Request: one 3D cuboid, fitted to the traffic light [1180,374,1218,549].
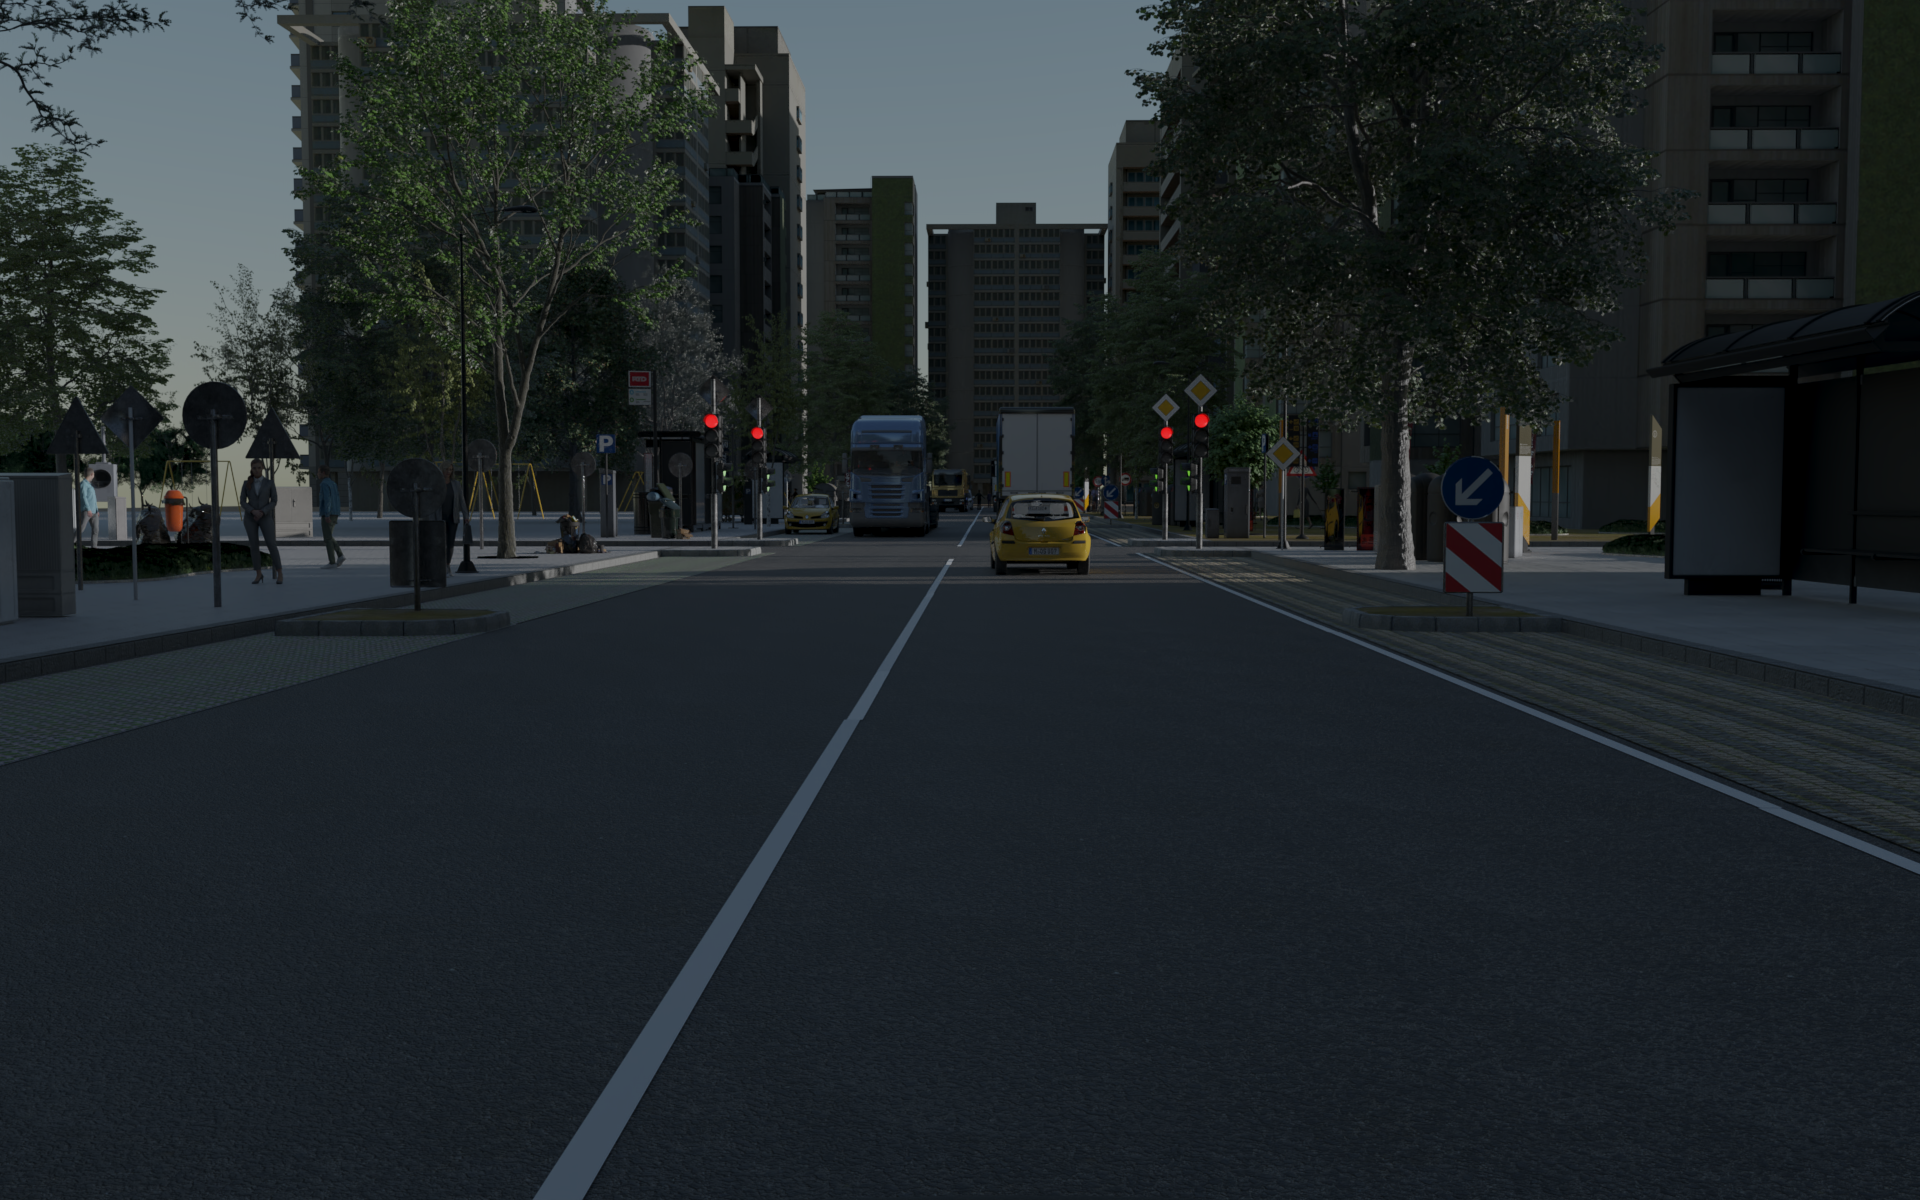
[{"bbox_3d":[5.591,-3.156,40.522,0.839,4.253,0.868,0,4,1],"label":"traffic light"}]

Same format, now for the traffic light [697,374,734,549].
[{"bbox_3d":[-5.769,-3.167,40.707,0.839,4.253,0.868,0,4,1],"label":"traffic light"}]

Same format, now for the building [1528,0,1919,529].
[{"bbox_3d":[28.612,-23.307,64.662,14.086,41.232,14.154,0,4,1],"label":"building"}]

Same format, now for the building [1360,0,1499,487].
[{"bbox_3d":[26.934,-19.177,85.248,14.160,30.474,14.107,0,4,1],"label":"building"}]

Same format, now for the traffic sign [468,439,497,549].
[{"bbox_3d":[-11.085,-2.444,40.073,0.768,2.556,0.104,1,4,9],"label":"traffic sign"}]

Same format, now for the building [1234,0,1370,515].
[{"bbox_3d":[27.518,-27.298,129.922,14.154,41.232,14.086,0,4,1],"label":"building"}]

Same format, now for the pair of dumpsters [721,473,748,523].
[{"bbox_3d":[-10.197,-4.701,79.361,1.574,2.255,4.437,0,4,1],"label":"pair of dumpsters"}]

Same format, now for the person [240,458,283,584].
[{"bbox_3d":[-9.968,-1.124,24.699,0.520,1.790,0.573,-2,4,-31],"label":"person"}]

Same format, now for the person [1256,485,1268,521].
[{"bbox_3d":[14.642,-4.735,83.803,0.599,1.781,0.374,3,5,39],"label":"person"}]

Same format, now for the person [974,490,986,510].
[{"bbox_3d":[1.752,-9.045,156.413,1.348,1.821,0.705,3,4,38],"label":"person"}]

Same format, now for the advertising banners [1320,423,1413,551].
[{"bbox_3d":[9.205,-2.629,39.174,2.074,3.025,0.090,2,4,24],"label":"advertising banners"}]

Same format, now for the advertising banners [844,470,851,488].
[{"bbox_3d":[-7.259,-7.770,123.231,2.074,3.025,0.090,0,4,6],"label":"advertising banners"}]

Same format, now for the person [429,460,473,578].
[{"bbox_3d":[-7.893,-1.263,26.879,0.709,1.800,0.728,-2,4,-27],"label":"person"}]

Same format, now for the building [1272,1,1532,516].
[{"bbox_3d":[25.774,-25.896,106.998,14.154,41.232,14.086,0,4,1],"label":"building"}]

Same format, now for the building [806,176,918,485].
[{"bbox_3d":[-12.608,-33.112,224.975,14.086,41.232,14.154,0,4,1],"label":"building"}]

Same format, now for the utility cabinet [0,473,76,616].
[{"bbox_3d":[-9.908,-0.574,18.064,1.173,1.500,0.318,0,4,-1],"label":"utility cabinet"}]

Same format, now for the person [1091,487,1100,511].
[{"bbox_3d":[9.961,-7.439,127.532,0.709,1.838,0.599,-1,4,-10],"label":"person"}]

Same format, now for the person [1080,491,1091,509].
[{"bbox_3d":[9.669,-7.639,130.957,1.348,1.821,0.705,-2,4,-29],"label":"person"}]

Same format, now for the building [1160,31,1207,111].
[{"bbox_3d":[31.952,-33.795,176.251,21.300,48.544,21.600,0,4,1],"label":"building"}]

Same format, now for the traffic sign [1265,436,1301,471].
[{"bbox_3d":[7.361,-2.426,39.395,0.795,2.593,0.064,0,4,7],"label":"traffic sign"}]

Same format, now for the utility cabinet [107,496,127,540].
[{"bbox_3d":[-23.748,-2.303,48.819,0.306,1.237,1.020,-3,4,-37],"label":"utility cabinet"}]

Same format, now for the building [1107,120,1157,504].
[{"bbox_3d":[30.156,-36.927,227.463,21.600,48.544,21.300,0,4,1],"label":"building"}]

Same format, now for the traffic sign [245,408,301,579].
[{"bbox_3d":[-10.350,-1.595,26.081,0.884,2.594,0.081,1,4,8],"label":"traffic sign"}]

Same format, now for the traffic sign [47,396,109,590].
[{"bbox_3d":[-11.737,-1.409,23.041,0.884,2.594,0.081,0,4,7],"label":"traffic sign"}]

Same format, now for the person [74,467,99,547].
[{"bbox_3d":[-18.331,-1.859,36.301,0.748,1.841,0.638,0,4,1],"label":"person"}]

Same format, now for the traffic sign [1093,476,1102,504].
[{"bbox_3d":[9.714,-7.436,121.680,0.768,2.556,0.104,0,4,8],"label":"traffic sign"}]

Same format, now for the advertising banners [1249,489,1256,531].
[{"bbox_3d":[9.955,-3.866,59.391,0.090,3.025,2.074,2,4,30],"label":"advertising banners"}]

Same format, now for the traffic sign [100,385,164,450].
[{"bbox_3d":[-10.036,-1.301,21.007,0.795,2.593,0.064,0,4,3],"label":"traffic sign"}]

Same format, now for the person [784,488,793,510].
[{"bbox_3d":[-14.195,-8.362,142.770,1.348,1.822,0.705,3,4,39],"label":"person"}]

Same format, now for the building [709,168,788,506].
[{"bbox_3d":[-23.391,-23.508,156.056,14.160,30.474,14.107,0,4,1],"label":"building"}]

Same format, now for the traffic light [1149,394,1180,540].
[{"bbox_3d":[5.732,-3.644,48.506,0.839,4.253,0.868,0,4,1],"label":"traffic light"}]

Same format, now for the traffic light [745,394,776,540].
[{"bbox_3d":[-5.627,-3.656,48.691,0.839,4.253,0.868,0,4,1],"label":"traffic light"}]

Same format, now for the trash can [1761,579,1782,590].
[{"bbox_3d":[10.912,-0.721,23.442,0.748,1.137,0.748,0,3,0],"label":"trash can"}]

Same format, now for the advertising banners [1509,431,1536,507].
[{"bbox_3d":[15.789,-3.230,48.992,0.090,3.025,2.074,0,4,-7],"label":"advertising banners"}]

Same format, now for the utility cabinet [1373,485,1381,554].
[{"bbox_3d":[9.030,-1.734,37.033,0.318,1.500,1.173,1,4,10],"label":"utility cabinet"}]

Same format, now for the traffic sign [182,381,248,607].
[{"bbox_3d":[-8.428,-1.192,19.589,0.768,2.556,0.104,0,4,5],"label":"traffic sign"}]

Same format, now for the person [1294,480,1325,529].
[{"bbox_3d":[12.932,-3.488,63.290,1.509,1.804,0.699,0,4,0],"label":"person"}]

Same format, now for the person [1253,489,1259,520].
[{"bbox_3d":[14.843,-4.965,87.344,0.709,1.813,0.853,0,4,-6],"label":"person"}]

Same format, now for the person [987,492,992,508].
[{"bbox_3d":[3.089,-10.598,182.695,0.541,1.710,0.530,-1,4,-17],"label":"person"}]

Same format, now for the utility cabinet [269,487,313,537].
[{"bbox_3d":[-19.671,-2.581,50.877,1.173,1.500,0.318,-2,4,-31],"label":"utility cabinet"}]

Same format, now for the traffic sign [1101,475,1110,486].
[{"bbox_3d":[9.992,-7.227,118.273,0.768,2.556,0.104,0,4,7],"label":"traffic sign"}]

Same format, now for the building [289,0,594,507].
[{"bbox_3d":[-52.297,-38.911,178.188,28.212,58.520,21.231,0,4,1],"label":"building"}]

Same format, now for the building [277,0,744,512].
[{"bbox_3d":[-32.933,-27.195,136.516,32.217,40.220,23.993,0,4,1],"label":"building"}]

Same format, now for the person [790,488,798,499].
[{"bbox_3d":[-12.470,-7.547,130.260,0.721,1.723,1.217,1,4,22],"label":"person"}]

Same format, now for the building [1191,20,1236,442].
[{"bbox_3d":[31.885,-30.370,151.177,22.147,44.769,28.867,0,4,1],"label":"building"}]

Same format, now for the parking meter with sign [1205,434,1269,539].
[{"bbox_3d":[7.997,-3.293,50.105,1.738,3.016,0.543,0,4,-3],"label":"parking meter with sign"}]

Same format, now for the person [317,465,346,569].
[{"bbox_3d":[-10.796,-1.427,29.717,0.444,1.785,0.601,1,4,10],"label":"person"}]

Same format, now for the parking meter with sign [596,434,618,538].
[{"bbox_3d":[-10.435,-3.375,51.436,0.543,3.016,1.738,0,4,-7],"label":"parking meter with sign"}]

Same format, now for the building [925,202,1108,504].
[{"bbox_3d":[7.460,-33.133,233.601,23.993,40.220,32.217,0,4,1],"label":"building"}]

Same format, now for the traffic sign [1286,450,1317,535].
[{"bbox_3d":[10.038,-3.118,50.978,0.884,2.594,0.081,0,4,8],"label":"traffic sign"}]

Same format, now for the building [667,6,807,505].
[{"bbox_3d":[-27.399,-33.892,177.843,21.600,48.544,21.300,0,4,1],"label":"building"}]
